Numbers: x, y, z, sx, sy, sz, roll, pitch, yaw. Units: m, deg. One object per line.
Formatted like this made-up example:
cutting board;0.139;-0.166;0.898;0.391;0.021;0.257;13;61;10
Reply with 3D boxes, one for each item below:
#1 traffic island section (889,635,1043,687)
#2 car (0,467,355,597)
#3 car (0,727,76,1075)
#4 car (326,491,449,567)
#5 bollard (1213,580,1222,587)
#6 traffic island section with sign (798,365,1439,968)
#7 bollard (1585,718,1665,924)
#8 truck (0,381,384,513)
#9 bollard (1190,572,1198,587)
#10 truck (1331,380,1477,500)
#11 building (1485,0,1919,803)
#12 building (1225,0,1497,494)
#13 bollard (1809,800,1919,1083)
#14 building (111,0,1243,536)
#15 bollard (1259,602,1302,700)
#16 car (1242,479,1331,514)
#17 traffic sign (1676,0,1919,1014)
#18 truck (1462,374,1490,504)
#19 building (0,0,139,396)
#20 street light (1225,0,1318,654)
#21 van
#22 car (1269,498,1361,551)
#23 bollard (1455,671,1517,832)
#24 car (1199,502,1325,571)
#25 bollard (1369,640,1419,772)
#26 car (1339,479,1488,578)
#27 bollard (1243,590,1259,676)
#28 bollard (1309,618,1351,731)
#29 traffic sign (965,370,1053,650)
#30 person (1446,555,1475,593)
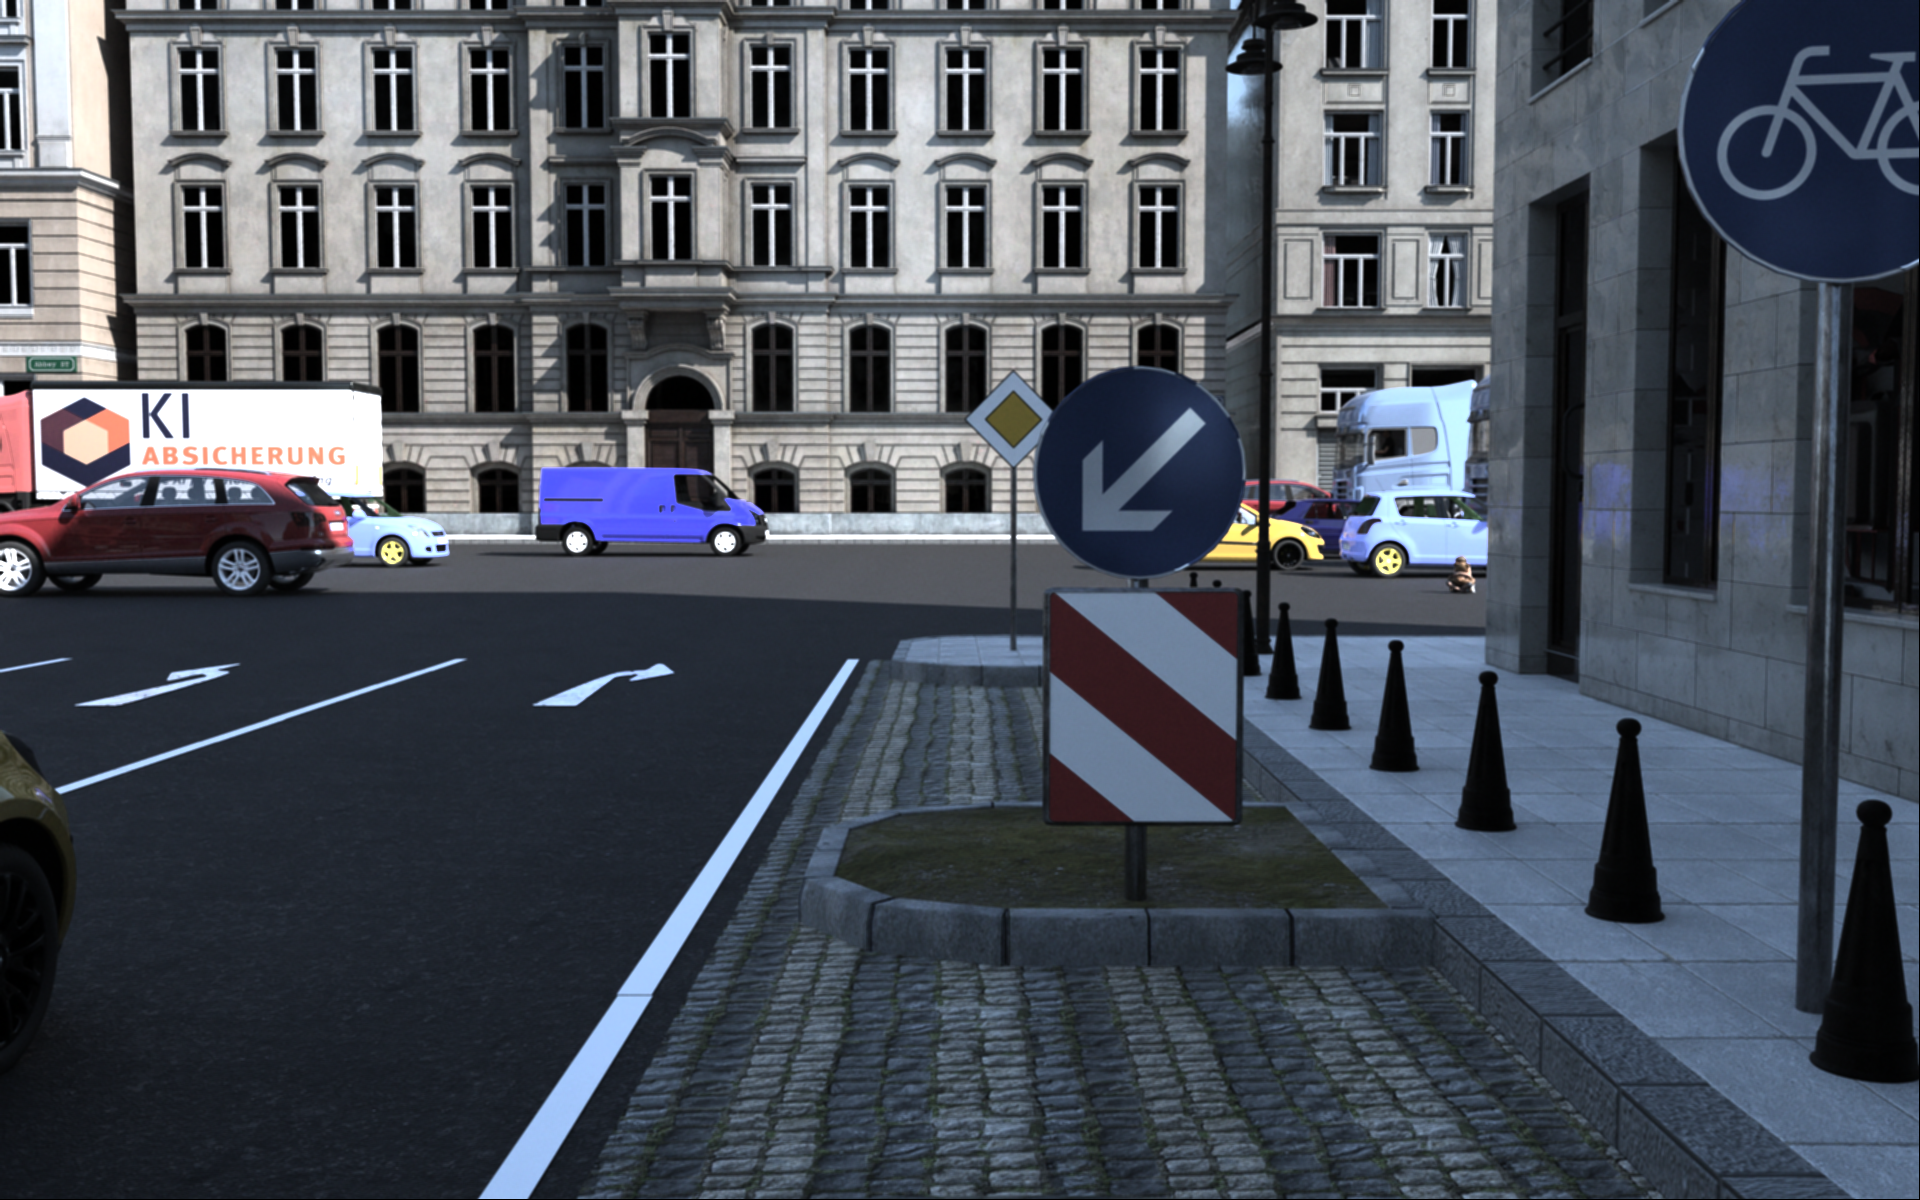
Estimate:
traffic island section;0.459;0.492;14.244;2.009;0.180;2.903;0;3;0
car;-11.561;-1.001;25.035;5.304;1.827;2.281;0;4;-1
car;-3.184;0.439;3.046;2.015;1.641;3.980;0;3;0
car;-12.145;-1.530;34.611;3.694;1.707;1.945;0;4;2
bollard;2.034;0.142;13.720;0.229;0.601;0.229;0;3;0
traffic island section with sign;0.455;0.151;6.160;1.989;1.847;2.006;0;3;0
bollard;2.027;0.659;5.266;0.229;0.601;0.229;0;3;0
truck;-20.696;-3.375;44.097;11.283;4.237;2.839;0;4;-2
bollard;2.038;0.056;15.122;0.229;0.601;0.229;0;3;0
truck;17.851;-3.188;41.888;18.799;4.110;2.967;0;4;-1
building;9.160;-9.135;4.109;10.420;20.320;16.860;0;3;0
building;23.778;-13.818;59.202;30.059;22.955;16.112;0;3;0
bollard;2.030;0.745;3.863;0.229;0.601;0.229;0;3;0
building;-8.614;-14.630;58.282;34.723;24.649;14.460;0;3;0
bollard;2.035;0.315;10.887;0.229;0.601;0.229;0;3;0
car;8.745;-2.259;45.603;5.304;1.827;2.281;0;4;1
traffic sign;2.124;-0.252;4.232;0.768;2.556;0.104;1;4;10
truck;18.632;-2.668;33.386;18.799;4.110;2.967;0;4;-1
building;-36.034;-16.620;57.649;20.117;28.700;13.634;0;3;0
street light;2.436;-2.506;13.764;0.468;5.910;1.993;0;3;0
van;-7.109;-2.202;40.394;5.245;2.365;2.240;0;4;0
car;8.752;-1.601;38.749;3.894;1.354;1.945;0;4;-1
bollard;2.029;0.573;6.668;0.229;0.601;0.229;0;3;0
car;4.961;-1.404;33.183;3.980;1.641;2.015;0;4;0
bollard;2.031;0.487;8.083;0.229;0.601;0.229;0;3;0
car;8.552;-1.266;30.285;3.694;1.707;1.945;0;4;-2
bollard;2.031;0.229;12.293;0.229;0.601;0.229;0;3;0
bollard;2.030;0.401;9.485;0.229;0.601;0.229;0;3;0
traffic sign;0.435;-0.644;14.167;0.795;2.450;0.064;0;3;0
person;7.264;-0.375;25.106;0.381;0.543;0.357;2;4;28
